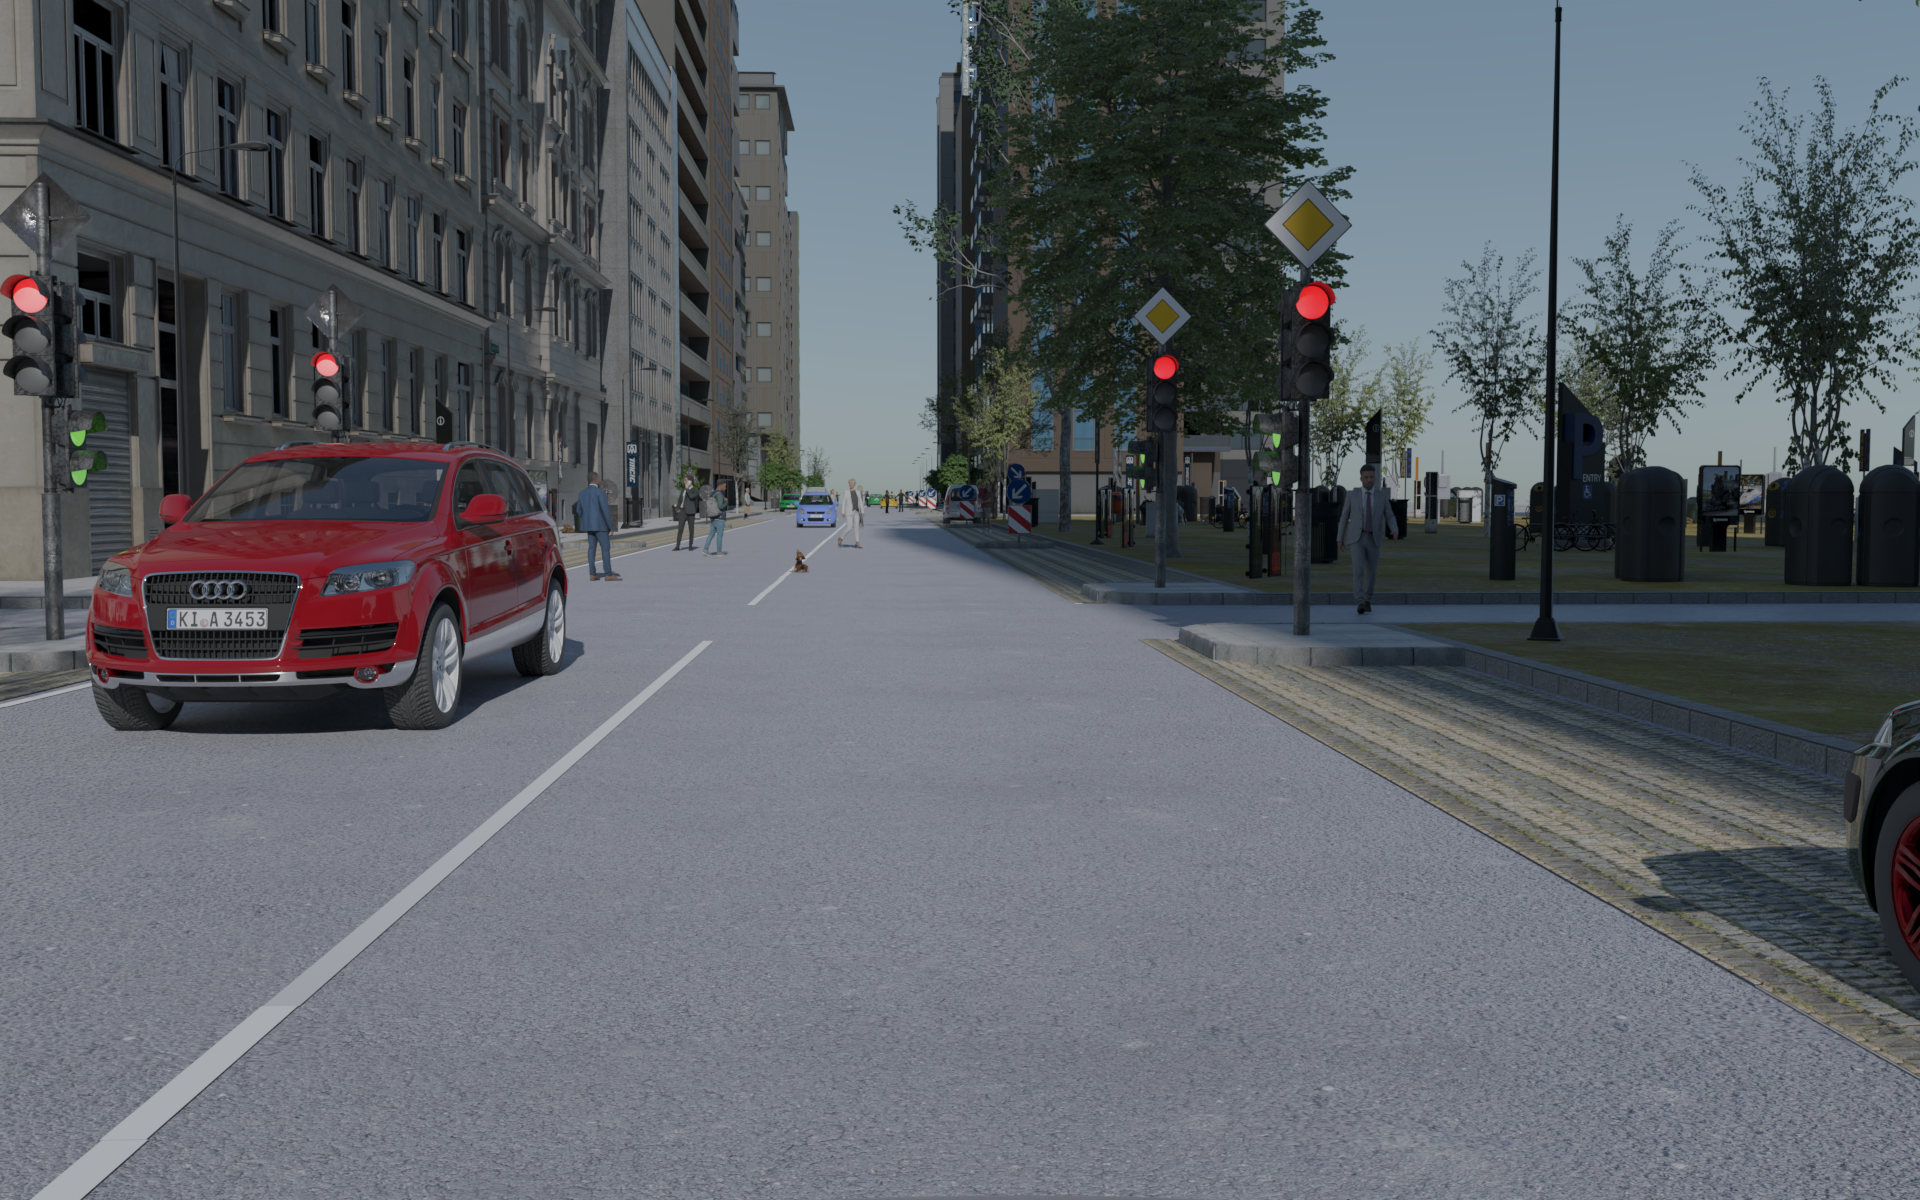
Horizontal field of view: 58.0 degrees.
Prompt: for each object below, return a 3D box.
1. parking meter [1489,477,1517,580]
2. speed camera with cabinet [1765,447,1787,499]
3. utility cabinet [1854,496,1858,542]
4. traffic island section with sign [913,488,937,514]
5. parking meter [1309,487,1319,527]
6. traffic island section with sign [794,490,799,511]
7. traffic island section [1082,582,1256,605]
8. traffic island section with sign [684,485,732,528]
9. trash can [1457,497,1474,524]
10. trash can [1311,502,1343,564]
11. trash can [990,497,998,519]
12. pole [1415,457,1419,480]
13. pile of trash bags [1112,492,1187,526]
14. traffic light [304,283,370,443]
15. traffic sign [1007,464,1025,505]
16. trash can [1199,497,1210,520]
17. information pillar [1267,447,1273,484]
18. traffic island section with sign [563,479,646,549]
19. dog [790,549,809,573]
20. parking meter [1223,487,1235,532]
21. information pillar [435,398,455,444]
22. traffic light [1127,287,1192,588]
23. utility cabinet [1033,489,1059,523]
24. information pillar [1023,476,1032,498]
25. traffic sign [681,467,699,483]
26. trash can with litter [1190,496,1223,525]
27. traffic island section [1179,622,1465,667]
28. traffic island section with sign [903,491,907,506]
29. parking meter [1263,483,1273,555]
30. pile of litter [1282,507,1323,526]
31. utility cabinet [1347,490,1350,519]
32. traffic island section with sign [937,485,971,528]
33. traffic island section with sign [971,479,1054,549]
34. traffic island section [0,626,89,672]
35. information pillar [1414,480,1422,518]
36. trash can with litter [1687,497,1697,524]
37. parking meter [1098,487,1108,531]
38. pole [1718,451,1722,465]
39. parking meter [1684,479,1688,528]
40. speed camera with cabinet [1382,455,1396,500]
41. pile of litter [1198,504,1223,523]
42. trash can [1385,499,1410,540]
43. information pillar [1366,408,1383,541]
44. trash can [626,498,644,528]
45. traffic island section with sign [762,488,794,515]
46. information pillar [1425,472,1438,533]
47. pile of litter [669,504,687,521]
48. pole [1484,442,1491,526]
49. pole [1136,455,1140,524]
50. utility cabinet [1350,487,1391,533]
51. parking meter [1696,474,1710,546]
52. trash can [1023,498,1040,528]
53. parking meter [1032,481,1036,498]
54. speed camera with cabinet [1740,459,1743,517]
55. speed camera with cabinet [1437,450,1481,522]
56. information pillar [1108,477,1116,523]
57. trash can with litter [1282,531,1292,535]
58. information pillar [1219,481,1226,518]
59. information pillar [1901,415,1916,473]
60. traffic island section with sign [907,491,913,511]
[{"bbox_3d":[8.106,-1.066,25.843,0.372,1.533,0.369,0,3,0],"label":"parking meter"},{"bbox_3d":[34.737,-4.764,72.220,2.038,3.252,0.660,3,5,45],"label":"speed camera with cabinet"},{"bbox_3d":[24.299,-2.124,45.895,1.020,1.237,0.306,2,4,35],"label":"utility cabinet"},{"bbox_3d":[-2.164,-7.032,123.596,1.989,1.847,2.006,0,4,-3],"label":"traffic island section with sign"},{"bbox_3d":[13.602,-3.558,66.580,0.372,1.533,0.369,0,3,0],"label":"parking meter"},{"bbox_3d":[-14.165,-8.595,149.161,1.989,1.847,2.006,0,4,-3],"label":"traffic island section with sign"},{"bbox_3d":[2.767,-0.090,23.759,2.009,0.180,2.903,0,4,-3],"label":"traffic island section"},{"bbox_3d":[-10.654,-3.941,73.062,1.989,1.847,2.006,0,4,-3],"label":"traffic island section with sign"},{"bbox_3d":[21.890,-3.877,75.035,0.748,1.137,0.748,0,3,0],"label":"trash can"},{"bbox_3d":[6.677,-1.243,31.984,0.748,1.137,0.748,0,3,0],"label":"trash can"},{"bbox_3d":[1.638,-4.758,89.441,0.748,1.137,0.748,0,3,0],"label":"trash can"},{"bbox_3d":[25.112,-6.199,95.203,0.158,3.312,0.155,0,3,0],"label":"pole"},{"bbox_3d":[7.739,-3.772,71.429,3.447,1.369,1.912,2,4,26],"label":"pile of trash bags"},{"bbox_3d":[-8.322,-2.092,23.121,0.839,4.253,0.868,0,4,-3],"label":"traffic light"},{"bbox_3d":[2.355,-4.429,72.512,0.768,2.556,0.104,0,4,1],"label":"traffic sign"},{"bbox_3d":[12.203,-4.540,85.884,0.748,1.137,0.748,0,3,0],"label":"trash can"},{"bbox_3d":[15.320,-5.738,85.164,0.504,3.616,0.183,3,5,42],"label":"information pillar"},{"bbox_3d":[-9.427,-2.294,46.134,1.989,1.847,2.006,0,4,-3],"label":"traffic island section with sign"},{"bbox_3d":[-3.001,-0.709,31.781,0.550,0.427,0.748,2,4,26],"label":"dog"},{"bbox_3d":[9.128,-3.083,58.811,0.372,1.533,0.369,0,3,0],"label":"parking meter"},{"bbox_3d":[-12.516,-3.105,42.125,0.504,3.616,0.183,1,4,20],"label":"information pillar"},{"bbox_3d":[2.726,-2.124,23.643,0.839,4.253,0.868,0,4,-3],"label":"traffic light"},{"bbox_3d":[3.786,-4.153,76.574,1.173,1.500,0.318,-2,4,-26],"label":"utility cabinet"},{"bbox_3d":[2.788,-4.124,71.912,0.304,2.012,0.304,-1,4,-19],"label":"information pillar"},{"bbox_3d":[-12.950,-5.083,83.105,0.884,2.594,0.081,0,4,-1],"label":"traffic sign"},{"bbox_3d":[10.697,-3.797,73.139,1.678,1.210,2.233,-1,4,-14],"label":"trash can with litter"},{"bbox_3d":[3.134,0.397,15.783,2.009,0.180,2.903,0,4,-3],"label":"traffic island section"},{"bbox_3d":[-5.954,-12.081,206.154,1.989,1.847,2.006,0,4,-3],"label":"traffic island section with sign"},{"bbox_3d":[6.596,-1.739,36.848,0.372,1.533,0.369,0,3,0],"label":"parking meter"},{"bbox_3d":[13.901,-3.441,70.223,1.176,0.858,1.719,-2,4,-31],"label":"pile of litter"},{"bbox_3d":[19.481,-4.878,88.426,1.173,1.500,0.318,-2,4,-35],"label":"utility cabinet"},{"bbox_3d":[0.149,-3.959,73.361,1.989,1.847,2.006,0,4,-3],"label":"traffic island section with sign"},{"bbox_3d":[1.410,-2.290,46.076,1.989,1.847,2.006,0,4,-3],"label":"traffic island section with sign"},{"bbox_3d":[-7.996,0.428,15.277,2.009,0.180,2.903,0,4,-3],"label":"traffic island section"},{"bbox_3d":[24.167,-5.319,91.465,0.304,2.012,0.304,0,4,-8],"label":"information pillar"},{"bbox_3d":[31.205,-3.822,73.871,0.624,1.170,1.055,3,5,39],"label":"trash can with litter"},{"bbox_3d":[4.915,-3.135,59.663,0.372,1.533,0.369,0,3,0],"label":"parking meter"},{"bbox_3d":[35.890,-5.384,81.866,0.158,3.312,0.155,0,3,0],"label":"pole"},{"bbox_3d":[27.603,-3.706,66.297,0.255,1.863,0.399,-3,5,-43],"label":"parking meter"},{"bbox_3d":[21.933,-5.800,89.170,0.660,3.252,2.038,0,4,1],"label":"speed camera with cabinet"},{"bbox_3d":[11.390,-3.855,76.997,1.719,0.858,1.176,0,4,-4],"label":"pile of litter"},{"bbox_3d":[12.349,-2.286,49.025,0.748,1.137,0.748,0,3,0],"label":"trash can"},{"bbox_3d":[11.263,-3.410,47.112,0.183,3.616,0.504,-3,5,-42],"label":"information pillar"},{"bbox_3d":[-12.341,-3.302,65.641,0.748,1.137,0.748,0,3,0],"label":"trash can"},{"bbox_3d":[-12.900,-6.912,121.639,1.989,1.847,2.006,0,4,-3],"label":"traffic island section with sign"},{"bbox_3d":[15.445,-3.196,56.744,0.304,2.012,0.304,-1,4,-11],"label":"information pillar"},{"bbox_3d":[-13.177,-4.158,81.954,1.176,0.858,1.719,-1,4,-12],"label":"pile of litter"},{"bbox_3d":[20.865,-4.565,68.480,0.158,3.312,0.155,0,3,0],"label":"pole"},{"bbox_3d":[7.619,-4.904,74.028,0.158,3.312,0.155,0,3,0],"label":"pole"},{"bbox_3d":[13.473,-2.937,56.694,1.173,1.500,0.318,0,4,4],"label":"utility cabinet"},{"bbox_3d":[18.293,-2.249,42.475,0.399,1.863,0.255,0,4,0],"label":"parking meter"},{"bbox_3d":[2.712,-3.360,66.586,0.748,1.137,0.748,0,3,0],"label":"trash can"},{"bbox_3d":[3.205,-4.394,77.556,0.399,1.863,0.255,0,4,-2],"label":"parking meter"},{"bbox_3d":[44.417,-6.356,98.248,0.660,3.252,2.038,2,4,28],"label":"speed camera with cabinet"},{"bbox_3d":[22.559,-5.153,78.580,2.038,3.252,0.660,0,4,6],"label":"speed camera with cabinet"},{"bbox_3d":[6.686,-4.377,76.057,0.304,2.012,0.304,0,4,-7],"label":"information pillar"},{"bbox_3d":[9.809,-2.633,54.107,1.678,1.210,2.233,1,4,14],"label":"trash can with litter"},{"bbox_3d":[14.309,-5.504,94.478,0.304,2.012,0.304,2,4,34],"label":"information pillar"},{"bbox_3d":[28.060,-3.666,51.288,0.504,3.616,0.183,-2,4,-27],"label":"information pillar"},{"bbox_3d":[-3.406,-8.685,150.621,1.989,1.847,2.006,0,4,-3],"label":"traffic island section with sign"}]
